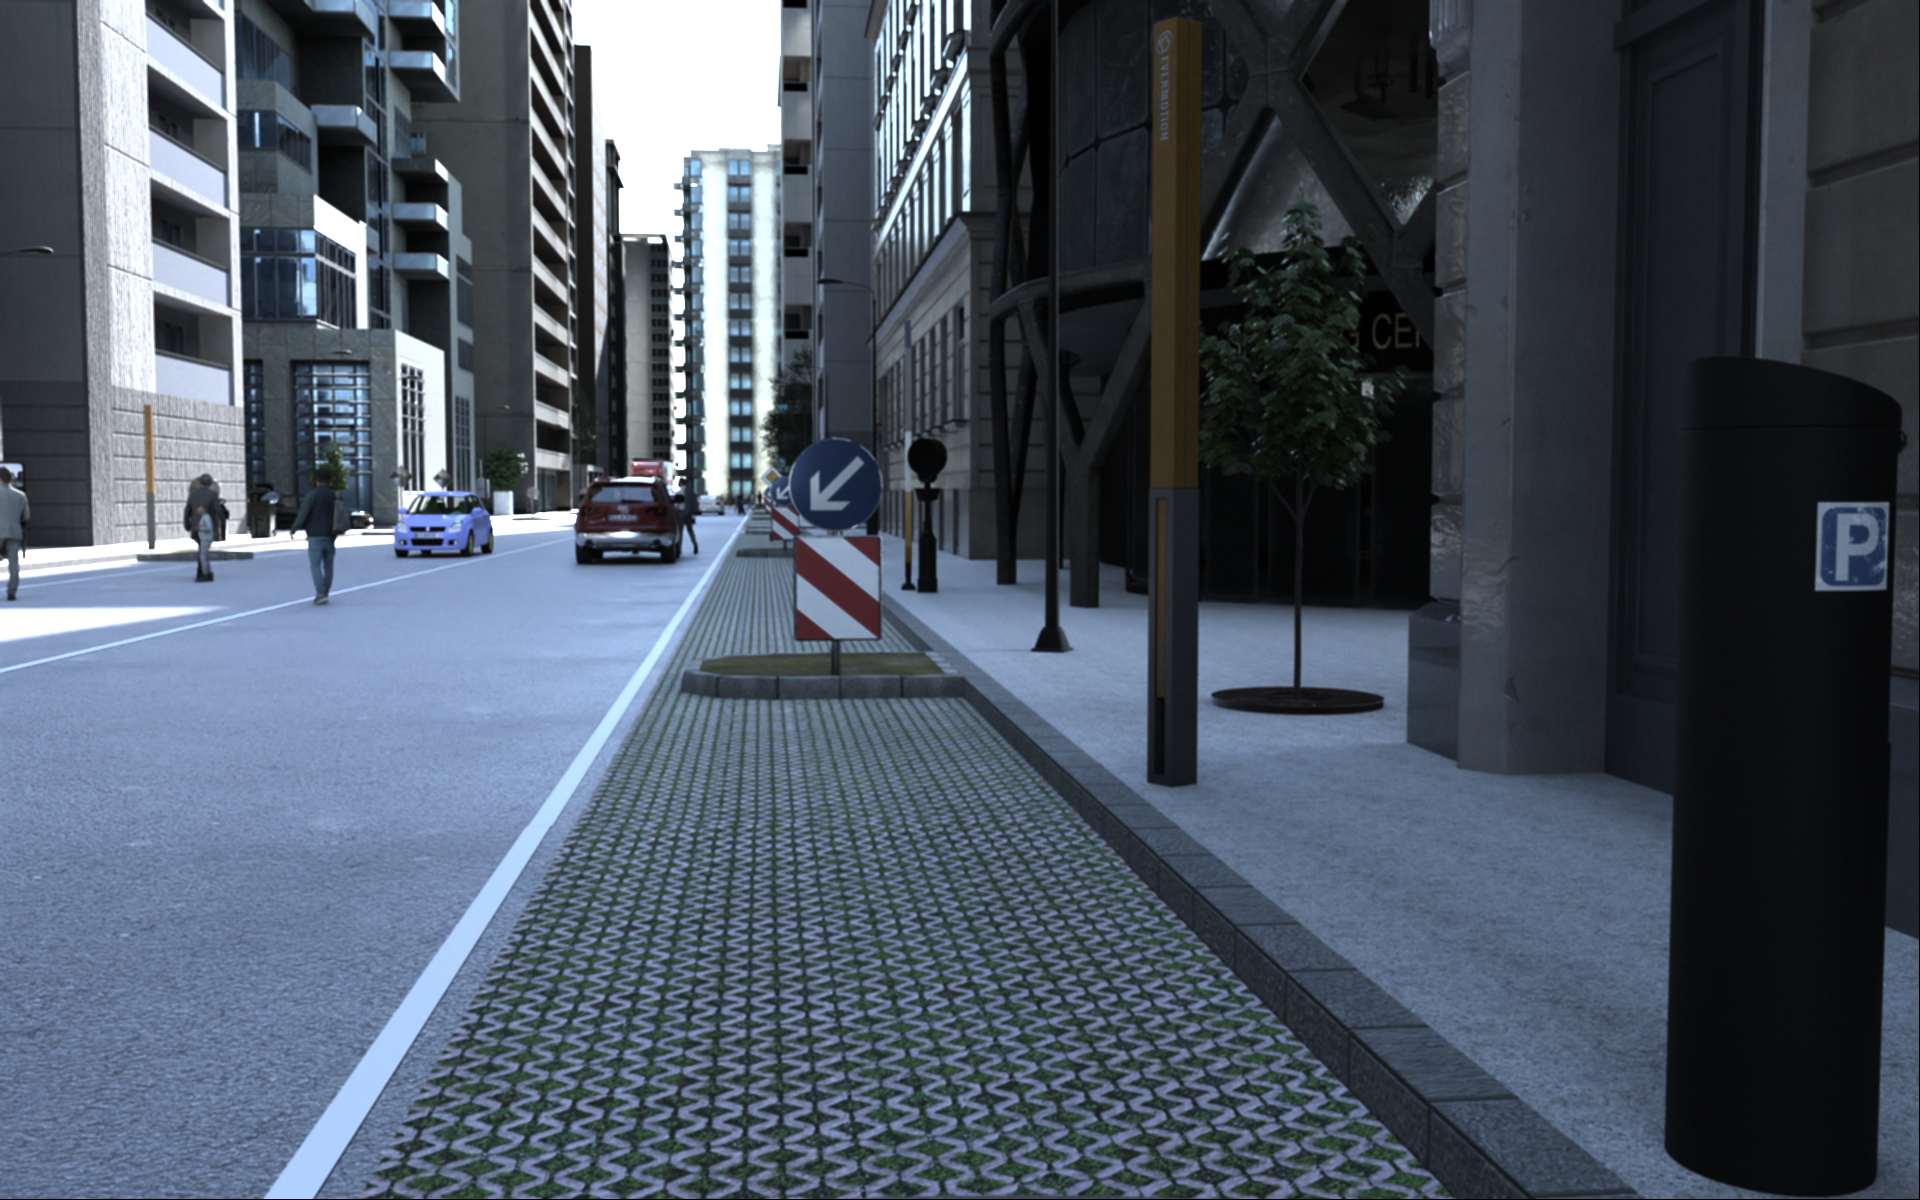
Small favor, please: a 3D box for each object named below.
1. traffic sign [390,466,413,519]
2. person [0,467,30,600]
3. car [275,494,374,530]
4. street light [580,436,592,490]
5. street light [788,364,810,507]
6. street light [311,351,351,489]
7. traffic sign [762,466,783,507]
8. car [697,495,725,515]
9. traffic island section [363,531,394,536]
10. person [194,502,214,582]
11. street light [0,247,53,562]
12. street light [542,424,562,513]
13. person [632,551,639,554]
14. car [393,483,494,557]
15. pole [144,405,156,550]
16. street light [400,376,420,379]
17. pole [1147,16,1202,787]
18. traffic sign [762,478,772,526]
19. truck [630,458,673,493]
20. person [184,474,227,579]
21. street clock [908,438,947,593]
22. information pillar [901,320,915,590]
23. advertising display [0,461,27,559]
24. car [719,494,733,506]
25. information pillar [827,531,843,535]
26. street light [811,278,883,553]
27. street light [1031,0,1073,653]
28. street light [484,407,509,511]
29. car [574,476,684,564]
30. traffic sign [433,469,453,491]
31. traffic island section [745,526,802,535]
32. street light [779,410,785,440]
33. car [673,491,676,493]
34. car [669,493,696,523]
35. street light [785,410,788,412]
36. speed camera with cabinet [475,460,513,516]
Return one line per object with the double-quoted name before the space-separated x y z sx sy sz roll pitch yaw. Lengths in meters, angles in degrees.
"traffic sign" -19.520 -3.480 60.539 0.795 2.450 0.064 0 4 -7
"person" -12.956 -0.900 23.413 0.583 1.804 0.606 2 4 31
"car" -23.805 -3.297 63.698 4.222 1.686 2.009 0 4 -7
"street light" -30.007 -10.202 139.345 1.470 5.913 1.316 0 4 -7
"street light" -5.301 -5.475 62.056 1.470 5.913 1.316 0 4 -7
"street light" -20.421 -5.117 56.212 1.470 5.913 1.316 0 4 -7
"traffic sign" -6.707 -3.568 61.980 0.795 2.450 0.064 0 4 -7
"car" -17.037 -6.454 117.887 2.083 1.381 4.827 0 4 -5
"traffic island section" -19.543 -2.344 60.598 2.009 0.180 2.903 0 4 -7
"person" -12.362 -0.950 28.313 0.425 1.301 0.394 3 5 39
"street light" -17.773 -3.679 32.686 1.470 5.913 1.316 0 4 -7
"street light" -27.232 -8.745 115.518 1.470 5.913 1.316 0 4 -7
"person" -7.868 -2.033 41.868 0.709 1.813 0.853 -3 4 -37
"car" -12.070 -1.894 40.550 1.945 1.707 3.694 0 4 -5
"pole" -18.617 -2.811 39.809 0.158 3.312 0.155 0 3 0
"street light" -21.900 -5.847 68.144 1.470 5.913 1.316 0 4 -7
"pole" 0.940 -0.840 7.581 0.158 3.312 0.155 0 3 0
"traffic sign" -7.616 -4.053 69.914 0.795 2.450 0.064 0 4 -7
"truck" -24.600 -9.124 138.088 2.839 4.237 11.283 0 4 -5
"person" -12.839 -1.262 29.531 0.661 1.777 0.834 0 4 1
"street clock" -0.424 -1.100 22.549 0.471 2.002 0.358 2 4 33
"information pillar" -0.692 -1.943 23.115 0.183 3.616 0.504 0 4 -2
"advertising display" -18.848 -1.756 33.932 0.974 1.923 0.123 -2 4 -35
"car" -29.000 -12.457 213.887 2.015 1.641 3.980 0 4 -6
"information pillar" -3.320 -2.536 45.958 0.304 2.012 0.304 2 4 32
"street light" -2.388 -3.972 37.485 1.470 5.913 1.316 0 4 -7
"street light" 0.217 -2.533 13.954 1.470 5.913 1.316 0 4 -7
"street light" -24.646 -7.305 91.985 1.470 5.913 1.316 0 4 -7
"car" -7.100 -1.750 37.278 2.281 1.827 5.304 0 4 -7
"traffic sign" -20.429 -3.965 68.473 0.795 2.450 0.064 0 4 -7
"traffic island section" -6.685 -2.433 62.060 2.009 0.180 2.903 0 4 -7
"street light" -9.131 -7.549 95.962 1.470 5.913 1.316 0 4 -7
"car" -33.084 -11.864 202.649 2.281 1.827 5.304 0 4 -6
"car" -13.693 -4.540 83.269 2.155 1.783 4.494 0 4 -5
"street light" -6.460 -6.110 72.439 1.470 5.913 1.316 0 4 -7
"speed camera with cabinet" -26.895 -6.460 99.964 2.038 3.252 0.660 0 4 4
